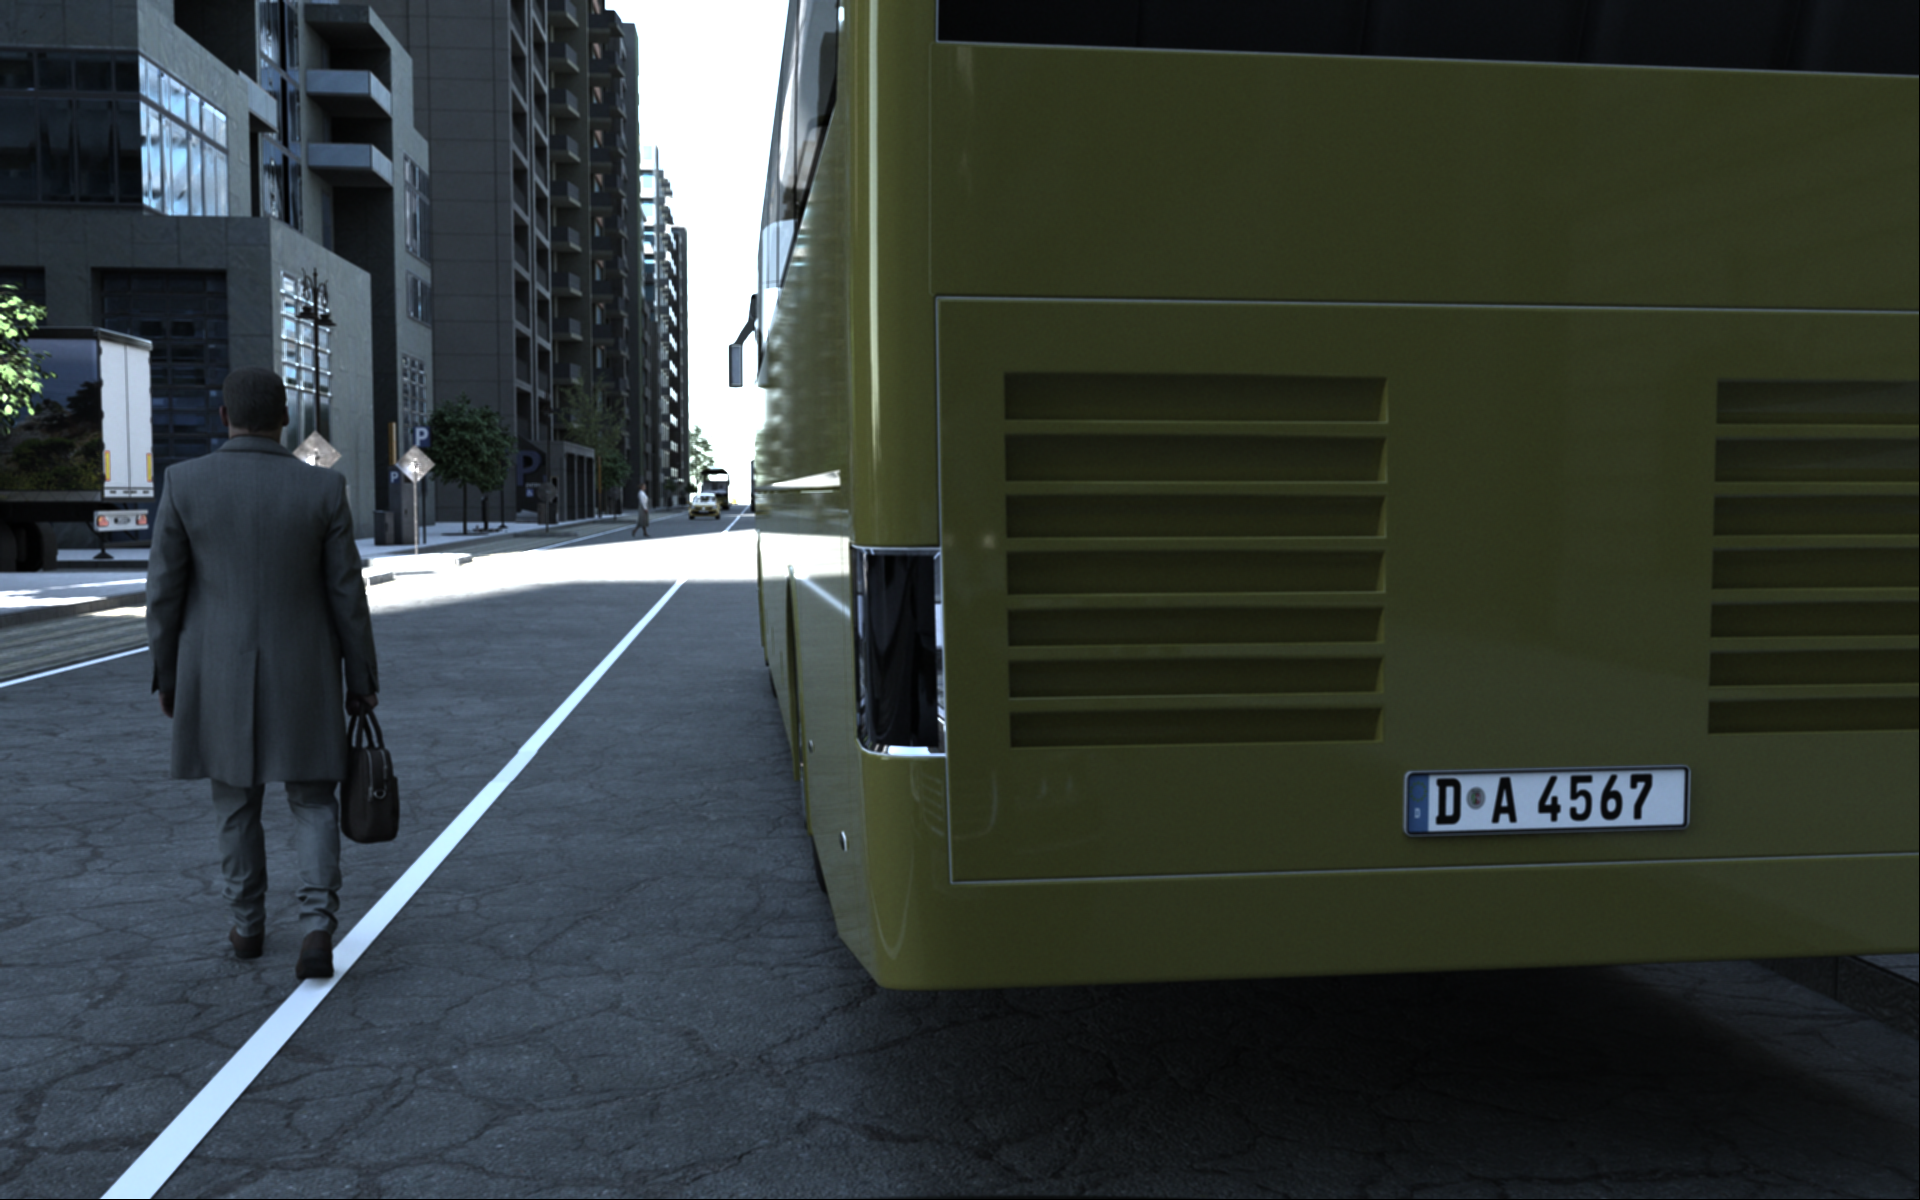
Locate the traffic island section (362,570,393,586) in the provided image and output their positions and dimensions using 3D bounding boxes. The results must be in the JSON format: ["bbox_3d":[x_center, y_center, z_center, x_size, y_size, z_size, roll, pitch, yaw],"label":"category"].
[{"bbox_3d":[-10.234,-0.321,27.537,2.009,0.180,2.903,0,4,-7],"label":"traffic island section"}]

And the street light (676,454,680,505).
[{"bbox_3d":[-31.632,-13.551,194.346,0.468,5.910,1.993,0,4,-7],"label":"street light"}]

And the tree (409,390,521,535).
[{"bbox_3d":[-15.522,-4.320,54.342,4.285,4.588,4.351,0,3,0],"label":"tree"}]

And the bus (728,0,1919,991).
[{"bbox_3d":[0.250,-1.076,9.147,2.896,3.916,12.252,0,4,-8],"label":"bus"}]

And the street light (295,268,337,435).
[{"bbox_3d":[-13.172,-3.839,35.551,0.468,5.910,1.993,0,4,-7],"label":"street light"}]

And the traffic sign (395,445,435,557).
[{"bbox_3d":[-11.130,-1.943,35.410,0.795,2.450,0.064,0,4,-7],"label":"traffic sign"}]

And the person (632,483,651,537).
[{"bbox_3d":[-10.647,-2.999,57.756,0.641,1.798,0.478,0,4,7],"label":"person"}]

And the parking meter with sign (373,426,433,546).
[{"bbox_3d":[-14.084,-2.904,43.738,0.543,3.016,1.738,1,4,21],"label":"parking meter with sign"}]

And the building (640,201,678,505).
[{"bbox_3d":[-49.814,-31.279,203.296,32.217,40.220,23.993,0,4,-7],"label":"building"}]

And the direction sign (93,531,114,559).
[{"bbox_3d":[-16.934,-2.577,34.131,0.876,3.537,0.379,-3,4,-38],"label":"direction sign"}]

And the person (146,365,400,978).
[{"bbox_3d":[-2.074,0.205,5.244,0.694,1.812,0.767,-1,4,-19],"label":"person"}]

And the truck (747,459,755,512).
[{"bbox_3d":[-15.988,-9.404,142.667,2.839,4.237,11.283,-1,4,-8],"label":"truck"}]

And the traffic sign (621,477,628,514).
[{"bbox_3d":[-21.507,-6.727,110.092,0.768,2.556,0.104,0,4,-1],"label":"traffic sign"}]

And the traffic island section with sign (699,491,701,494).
[{"bbox_3d":[-35.236,-14.350,243.250,1.989,1.847,2.006,0,4,-7],"label":"traffic island section with sign"}]

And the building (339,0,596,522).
[{"bbox_3d":[-29.474,-39.649,86.509,20.563,71.187,20.611,0,4,-7],"label":"building"}]

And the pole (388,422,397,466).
[{"bbox_3d":[-16.139,-3.392,49.306,0.158,3.312,0.155,0,3,0],"label":"pole"}]

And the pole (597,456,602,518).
[{"bbox_3d":[-19.276,-6.040,92.602,0.158,3.312,0.155,0,3,0],"label":"pole"}]

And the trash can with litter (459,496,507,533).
[{"bbox_3d":[-16.084,-2.882,58.174,1.678,1.210,2.233,-1,4,-9],"label":"trash can with litter"}]

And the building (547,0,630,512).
[{"bbox_3d":[-35.509,-28.658,123.175,22.147,44.769,28.867,0,4,-7],"label":"building"}]

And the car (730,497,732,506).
[{"bbox_3d":[-28.529,-12.267,209.363,1.959,1.807,4.718,0,4,-8],"label":"car"}]

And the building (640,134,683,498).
[{"bbox_3d":[-49.426,-37.364,230.504,23.786,49.044,30.456,0,4,-7],"label":"building"}]

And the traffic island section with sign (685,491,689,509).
[{"bbox_3d":[-25.732,-9.337,161.281,1.989,1.847,2.006,0,4,-7],"label":"traffic island section with sign"}]

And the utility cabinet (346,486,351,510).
[{"bbox_3d":[-14.513,-1.919,40.051,0.318,1.500,1.173,1,4,10],"label":"utility cabinet"}]

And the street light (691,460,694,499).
[{"bbox_3d":[-35.990,-15.916,233.007,0.468,5.910,1.993,0,4,-7],"label":"street light"}]

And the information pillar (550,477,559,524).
[{"bbox_3d":[-17.208,-4.221,73.507,0.304,2.012,0.304,-1,4,-17],"label":"information pillar"}]

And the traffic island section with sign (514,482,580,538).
[{"bbox_3d":[-13.746,-3.002,57.714,1.989,1.847,2.006,0,4,-7],"label":"traffic island section with sign"}]

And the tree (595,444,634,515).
[{"bbox_3d":[-21.797,-7.528,106.789,4.285,4.588,4.351,0,3,0],"label":"tree"}]

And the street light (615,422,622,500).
[{"bbox_3d":[-22.026,-8.485,111.523,0.468,5.910,1.993,0,4,-7],"label":"street light"}]

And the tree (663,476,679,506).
[{"bbox_3d":[-31.437,-11.774,187.107,1.663,3.219,1.824,0,3,0],"label":"tree"}]

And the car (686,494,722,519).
[{"bbox_3d":[-14.614,-5.439,99.154,2.015,1.641,3.980,0,4,-6],"label":"car"}]

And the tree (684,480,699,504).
[{"bbox_3d":[-35.463,-14.183,226.485,1.663,3.219,1.824,0,3,0],"label":"tree"}]

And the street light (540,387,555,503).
[{"bbox_3d":[-17.780,-6.243,74.865,0.468,5.910,1.993,0,4,-7],"label":"street light"}]

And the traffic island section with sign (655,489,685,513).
[{"bbox_3d":[-22.636,-7.699,134.503,1.989,1.847,2.006,0,4,-7],"label":"traffic island section with sign"}]

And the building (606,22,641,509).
[{"bbox_3d":[-34.201,-28.221,145.013,14.154,41.232,14.086,0,4,-7],"label":"building"}]

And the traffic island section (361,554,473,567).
[{"bbox_3d":[-11.152,-0.807,35.469,2.009,0.180,2.903,0,4,-7],"label":"traffic island section"}]

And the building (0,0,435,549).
[{"bbox_3d":[-28.891,-45.228,52.142,22.319,86.520,31.000,0,4,-7],"label":"building"}]

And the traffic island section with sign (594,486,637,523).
[{"bbox_3d":[-16.891,-4.671,84.999,1.989,1.847,2.006,0,4,-7],"label":"traffic island section with sign"}]

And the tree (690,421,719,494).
[{"bbox_3d":[-40.910,-21.411,268.203,7.486,12.596,7.792,0,3,0],"label":"tree"}]

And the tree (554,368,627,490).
[{"bbox_3d":[-21.763,-9.297,102.366,4.737,8.622,4.395,0,3,0],"label":"tree"}]

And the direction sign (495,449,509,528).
[{"bbox_3d":[-17.135,-4.455,64.833,0.379,3.537,0.876,1,4,17],"label":"direction sign"}]

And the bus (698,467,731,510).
[{"bbox_3d":[-22.619,-10.332,160.473,2.896,3.916,12.252,0,4,-7],"label":"bus"}]

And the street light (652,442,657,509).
[{"bbox_3d":[-26.528,-10.849,150.168,0.468,5.910,1.993,0,4,-7],"label":"street light"}]

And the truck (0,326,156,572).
[{"bbox_3d":[-20.079,-2.496,29.726,11.283,4.237,2.839,0,4,-5],"label":"truck"}]

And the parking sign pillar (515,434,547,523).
[{"bbox_3d":[-19.081,-5.420,77.085,1.447,3.967,1.447,1,4,10],"label":"parking sign pillar"}]

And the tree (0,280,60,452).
[{"bbox_3d":[-11.546,-2.126,18.480,4.285,4.588,4.351,0,3,0],"label":"tree"}]

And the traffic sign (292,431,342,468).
[{"bbox_3d":[-10.211,-1.458,27.478,0.795,2.450,0.064,0,4,-7],"label":"traffic sign"}]

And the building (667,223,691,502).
[{"bbox_3d":[-46.957,-34.851,253.405,14.154,41.232,14.086,0,4,-7],"label":"building"}]

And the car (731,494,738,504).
[{"bbox_3d":[-31.975,-14.173,241.951,2.015,1.641,3.980,0,4,-6],"label":"car"}]

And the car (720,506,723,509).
[{"bbox_3d":[-24.190,-9.752,172.020,1.945,1.354,3.894,0,4,-5],"label":"car"}]

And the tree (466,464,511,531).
[{"bbox_3d":[-16.469,-4.041,60.677,1.663,3.219,1.824,0,3,0],"label":"tree"}]

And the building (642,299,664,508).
[{"bbox_3d":[-43.322,-19.652,166.342,27.650,21.520,28.899,0,4,-7],"label":"building"}]
